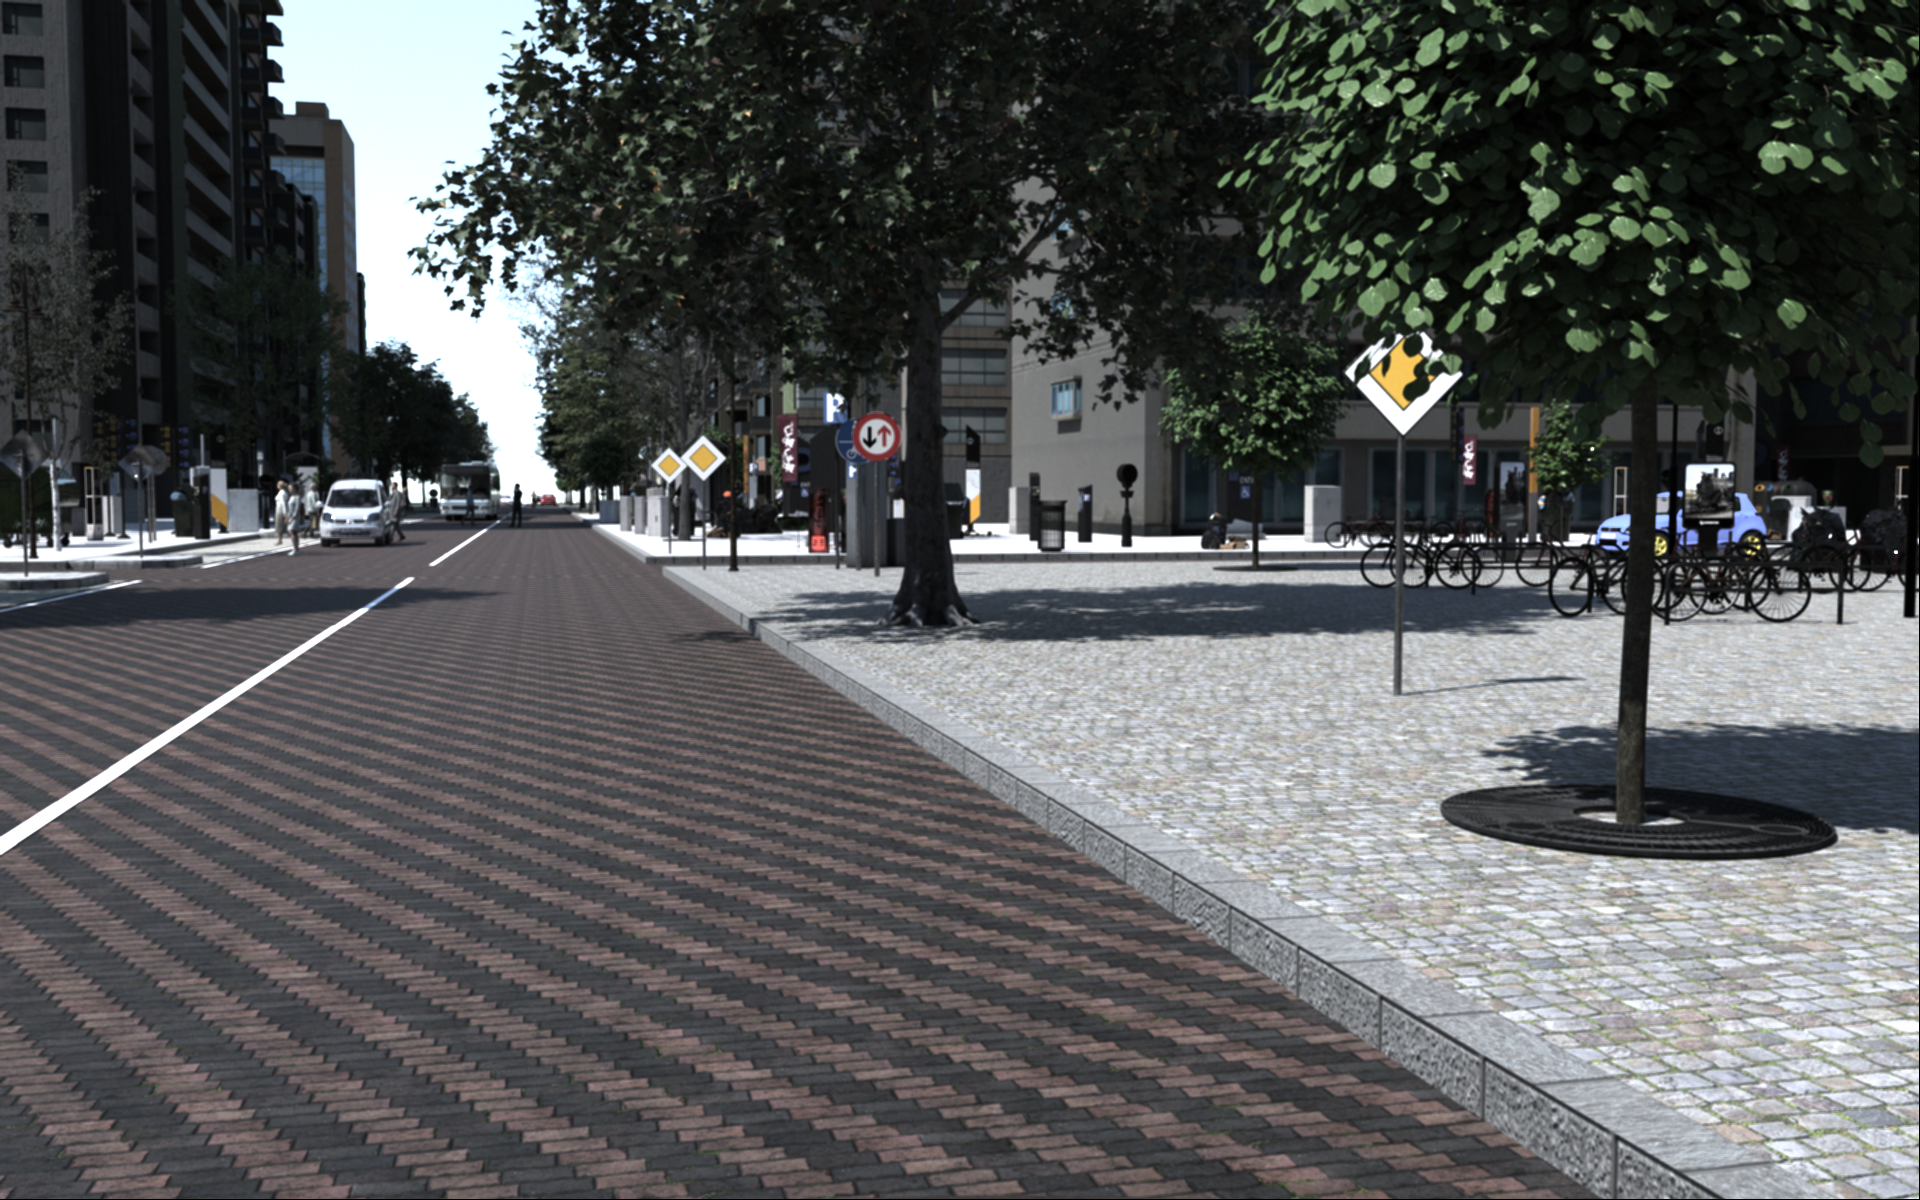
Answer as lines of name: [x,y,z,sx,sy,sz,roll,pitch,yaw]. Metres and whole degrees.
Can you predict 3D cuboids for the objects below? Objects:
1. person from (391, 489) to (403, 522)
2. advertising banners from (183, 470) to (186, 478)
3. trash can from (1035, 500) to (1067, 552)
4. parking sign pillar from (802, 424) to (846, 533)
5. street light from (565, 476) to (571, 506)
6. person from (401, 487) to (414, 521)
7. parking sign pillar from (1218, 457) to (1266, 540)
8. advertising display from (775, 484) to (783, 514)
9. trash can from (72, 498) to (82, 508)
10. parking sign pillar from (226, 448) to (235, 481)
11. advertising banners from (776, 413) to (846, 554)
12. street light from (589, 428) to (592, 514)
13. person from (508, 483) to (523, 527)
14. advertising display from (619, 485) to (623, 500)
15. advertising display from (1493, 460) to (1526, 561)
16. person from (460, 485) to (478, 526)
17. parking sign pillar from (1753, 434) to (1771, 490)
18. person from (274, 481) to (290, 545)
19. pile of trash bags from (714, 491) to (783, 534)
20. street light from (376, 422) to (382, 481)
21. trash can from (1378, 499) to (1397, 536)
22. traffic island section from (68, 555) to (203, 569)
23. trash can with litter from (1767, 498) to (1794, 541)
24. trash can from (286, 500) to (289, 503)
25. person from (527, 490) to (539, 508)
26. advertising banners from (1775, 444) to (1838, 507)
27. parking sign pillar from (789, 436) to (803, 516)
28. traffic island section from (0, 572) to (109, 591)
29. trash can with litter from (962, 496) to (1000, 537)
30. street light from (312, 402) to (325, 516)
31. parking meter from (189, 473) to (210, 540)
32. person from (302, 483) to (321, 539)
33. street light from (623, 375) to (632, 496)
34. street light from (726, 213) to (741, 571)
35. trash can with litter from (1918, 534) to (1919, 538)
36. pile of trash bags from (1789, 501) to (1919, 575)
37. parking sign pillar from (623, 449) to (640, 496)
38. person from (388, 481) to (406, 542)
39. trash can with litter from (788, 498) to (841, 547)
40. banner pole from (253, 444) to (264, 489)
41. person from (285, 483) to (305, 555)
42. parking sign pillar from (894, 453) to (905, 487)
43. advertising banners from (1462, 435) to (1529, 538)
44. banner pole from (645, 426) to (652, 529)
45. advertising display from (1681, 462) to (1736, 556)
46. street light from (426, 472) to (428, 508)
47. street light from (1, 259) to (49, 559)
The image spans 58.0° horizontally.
person: [-28.773,-4.860,88.301,0.623,1.781,0.721,2,4,24]
advertising banners: [-29.125,-4.201,64.877,0.090,3.025,2.074,-2,4,-29]
trash can: [2.018,-1.632,38.343,0.748,1.137,0.748,0,3,0]
parking sign pillar: [-4.315,-4.226,57.564,1.447,3.967,1.447,0,4,3]
street light: [-41.463,-12.929,184.171,0.468,5.910,1.993,-1,4,-14]
person: [-28.951,-5.005,90.513,0.728,1.800,0.709,2,4,31]
parking sign pillar: [7.861,-3.673,48.518,1.447,3.967,1.447,-2,4,-31]
advertising display: [-11.661,-6.532,112.003,0.123,1.923,0.974,-3,4,-37]
trash can: [-36.422,-3.636,71.103,0.748,1.137,0.748,0,3,0]
parking sign pillar: [-42.820,-6.910,101.455,1.447,3.967,1.447,-1,4,-12]
advertising banners: [-3.034,-2.524,37.460,2.074,3.025,0.090,1,4,21]
street light: [-23.462,-8.377,109.752,0.468,5.910,1.993,-1,4,-14]
person: [-19.426,-4.154,75.778,0.648,1.900,0.474,3,4,38]
advertising display: [-20.220,-6.037,103.915,0.123,1.923,0.974,0,4,8]
advertising display: [10.386,-1.683,32.739,0.974,1.923,0.123,-3,5,-42]
person: [-22.175,-4.270,78.178,0.748,1.841,0.638,0,4,0]
parking sign pillar: [28.572,-4.533,62.583,1.447,3.967,1.447,2,4,27]
person: [-18.789,-2.413,48.186,0.641,1.798,0.478,0,3,0]
pile of trash bags: [-7.147,-2.872,56.709,1.912,1.369,3.447,-2,4,-25]
street light: [-36.390,-8.311,108.679,0.468,5.910,1.993,-1,4,-14]
trash can: [13.094,-2.518,52.817,0.748,1.137,0.748,0,3,0]
traffic island section: [-16.385,-0.755,34.627,2.009,0.180,2.903,-1,4,-14]
trash can with litter: [22.374,-2.195,47.274,0.624,1.170,1.055,2,4,33]
trash can: [-29.412,-3.952,76.261,0.748,1.137,0.748,0,3,0]
person: [-43.529,-10.292,176.779,1.348,1.823,0.705,1,4,17]
advertising banners: [29.252,-3.897,59.906,2.074,3.025,0.090,3,5,41]
parking sign pillar: [-6.501,-5.135,72.429,1.447,3.967,1.447,-1,4,-9]
traffic island section: [-14.505,-0.280,26.865,2.009,0.180,2.903,-1,4,-14]
trash can with litter: [0.459,-2.538,52.546,2.233,1.210,1.678,-3,5,-40]
street light: [-29.518,-6.553,79.922,0.468,5.910,1.993,-1,4,-14]
parking meter: [-21.436,-2.644,48.945,0.255,1.863,0.399,1,4,20]
person: [-20.437,-2.794,54.667,0.515,1.767,0.782,-3,5,-40]
street light: [-12.339,-5.586,64.111,0.468,5.910,1.993,-1,4,-14]
street light: [-3.767,-3.417,28.653,0.468,5.910,1.993,-1,4,-14]
trash can with litter: [27.944,-2.411,50.483,1.678,1.210,2.233,-3,5,-44]
pile of trash bags: [15.326,-1.129,28.207,3.447,1.369,1.912,2,4,33]
parking sign pillar: [-20.523,-7.315,108.079,1.447,3.967,1.447,-3,5,-44]
person: [-17.122,-2.677,52.370,0.767,1.812,0.694,-3,4,-36]
trash can with litter: [-2.957,-1.911,42.302,2.233,1.210,1.678,1,4,14]
banner pole: [-34.996,-5.894,86.388,0.863,3.779,0.401,2,4,26]
person: [-15.648,-1.909,40.718,0.512,1.701,0.522,3,5,44]
parking sign pillar: [-3.268,-6.526,95.179,1.447,3.967,1.447,1,4,12]
advertising banners: [15.621,-3.332,50.673,2.074,3.025,0.090,2,4,31]
banner pole: [-11.438,-4.506,63.693,0.401,3.779,0.863,-2,4,-25]
advertising display: [14.935,-1.796,34.572,0.974,1.923,0.123,1,4,13]
street light: [-47.651,-11.134,154.822,0.468,5.910,1.993,-1,4,-14]
street light: [-18.428,-3.761,34.274,0.468,5.910,1.993,-1,4,-14]
